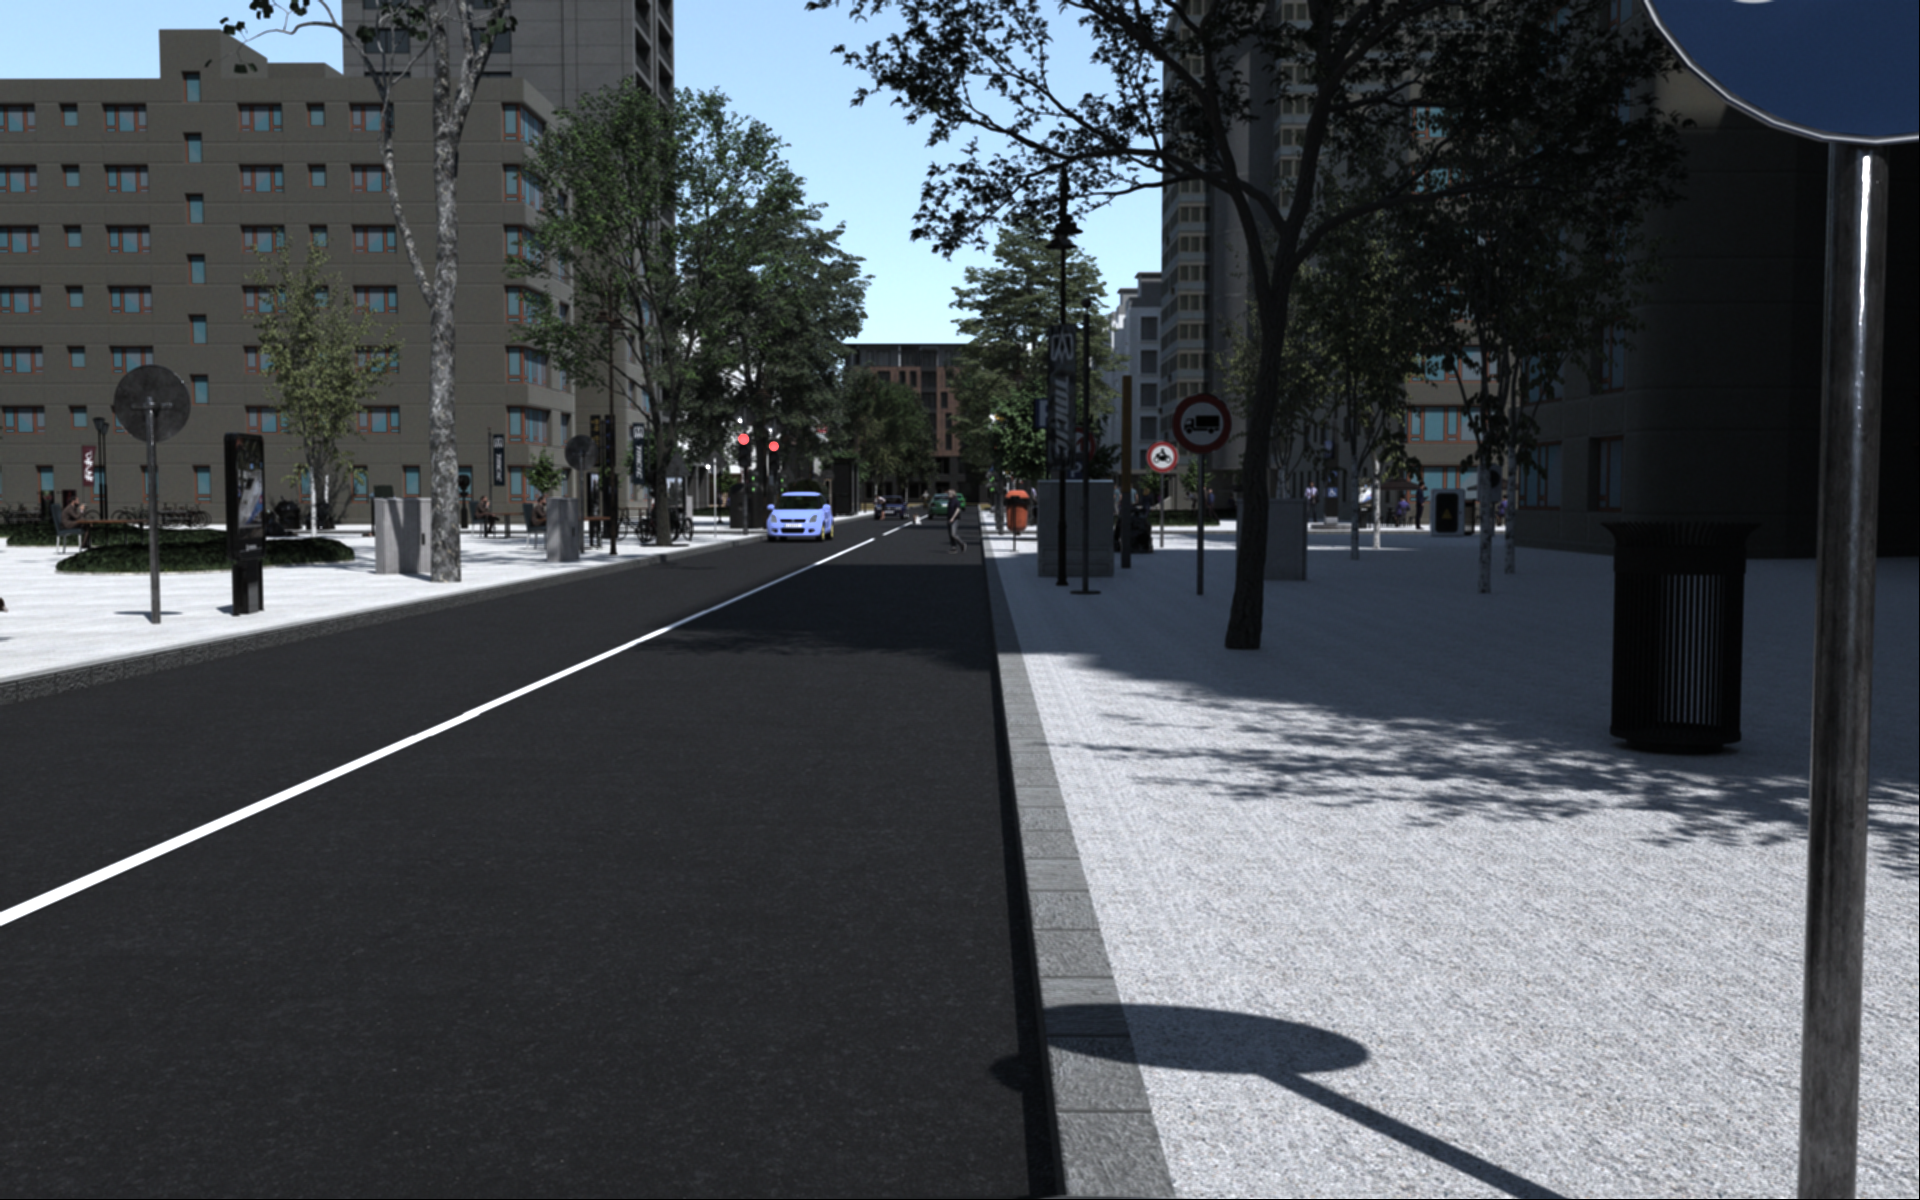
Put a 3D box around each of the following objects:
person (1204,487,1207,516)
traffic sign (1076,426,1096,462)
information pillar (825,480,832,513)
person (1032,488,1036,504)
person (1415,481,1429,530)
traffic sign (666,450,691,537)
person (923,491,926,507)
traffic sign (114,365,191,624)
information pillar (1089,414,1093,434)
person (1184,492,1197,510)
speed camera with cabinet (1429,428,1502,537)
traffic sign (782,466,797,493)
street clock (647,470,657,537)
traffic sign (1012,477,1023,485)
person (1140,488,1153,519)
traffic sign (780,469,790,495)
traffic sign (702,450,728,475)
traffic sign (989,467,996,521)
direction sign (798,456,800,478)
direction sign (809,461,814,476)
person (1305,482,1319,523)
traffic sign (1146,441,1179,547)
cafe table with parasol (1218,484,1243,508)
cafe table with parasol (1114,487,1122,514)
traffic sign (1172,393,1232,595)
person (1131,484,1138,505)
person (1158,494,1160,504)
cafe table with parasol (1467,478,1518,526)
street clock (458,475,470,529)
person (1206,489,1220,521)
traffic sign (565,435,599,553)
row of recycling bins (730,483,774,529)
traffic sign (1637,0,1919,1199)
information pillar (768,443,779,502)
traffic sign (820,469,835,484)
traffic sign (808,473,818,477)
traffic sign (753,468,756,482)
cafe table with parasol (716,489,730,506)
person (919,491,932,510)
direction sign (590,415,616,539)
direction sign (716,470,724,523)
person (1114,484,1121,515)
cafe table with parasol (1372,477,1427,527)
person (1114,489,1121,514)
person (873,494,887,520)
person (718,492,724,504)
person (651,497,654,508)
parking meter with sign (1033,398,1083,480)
[{"bbox_3d":[11.988,-4.828,85.525,0.434,1.755,0.990,-1,4,-12],"label":"person"},{"bbox_3d":[2.177,-1.981,32.500,0.768,2.556,0.104,1,4,10],"label":"traffic sign"},{"bbox_3d":[-6.746,-5.148,88.662,0.304,2.012,0.304,1,4,9],"label":"information pillar"},{"bbox_3d":[3.262,-4.663,82.145,0.709,1.838,0.599,1,4,20],"label":"person"},{"bbox_3d":[16.719,-3.423,62.707,0.504,1.737,0.576,0,4,4],"label":"person"},{"bbox_3d":[-8.395,-3.139,51.327,0.884,2.594,0.081,1,4,10],"label":"traffic sign"},{"bbox_3d":[-4.028,-11.398,195.573,0.721,1.743,1.217,-2,4,-34],"label":"person"},{"bbox_3d":[-7.960,-1.038,17.074,0.768,2.556,0.104,0,4,3],"label":"traffic sign"},{"bbox_3d":[3.649,-3.616,50.474,0.504,3.616,0.183,1,4,15],"label":"information pillar"},{"bbox_3d":[14.092,-5.899,105.679,0.628,1.438,0.799,3,4,37],"label":"person"},{"bbox_3d":[15.246,-3.539,52.201,2.038,3.252,0.660,1,4,11],"label":"speed camera with cabinet"},{"bbox_3d":[-7.889,-4.851,79.322,0.884,2.594,0.081,1,4,9],"label":"traffic sign"},{"bbox_3d":[-9.180,-2.912,52.179,0.358,2.002,0.471,2,4,31],"label":"street clock"},{"bbox_3d":[3.148,-5.741,93.976,0.768,2.556,0.104,0,4,8],"label":"traffic sign"},{"bbox_3d":[6.589,-3.227,61.346,0.480,1.512,0.613,1,4,13],"label":"person"},{"bbox_3d":[-9.094,-5.402,88.324,0.884,2.594,0.081,0,4,4],"label":"traffic sign"},{"bbox_3d":[-7.251,-3.147,51.192,0.795,2.593,0.064,0,4,8],"label":"traffic sign"},{"bbox_3d":[1.659,-4.948,81.005,0.768,2.556,0.104,0,4,3],"label":"traffic sign"},{"bbox_3d":[-9.488,-6.735,102.121,0.379,3.537,0.876,-1,4,-9],"label":"direction sign"},{"bbox_3d":[-8.734,-6.721,101.885,0.379,3.537,0.876,1,4,10],"label":"direction sign"},{"bbox_3d":[15.691,-4.368,77.330,0.709,1.838,0.599,1,4,10],"label":"person"},{"bbox_3d":[4.850,-2.534,41.545,0.768,2.556,0.104,0,4,7],"label":"traffic sign"},{"bbox_3d":[17.787,-6.473,110.692,2.610,1.966,2.610,2,4,33],"label":"cafe table with parasol"},{"bbox_3d":[9.481,-6.394,109.409,2.610,1.966,2.610,3,5,41],"label":"cafe table with parasol"},{"bbox_3d":[3.062,-1.340,22.008,0.768,2.556,0.104,0,4,1],"label":"traffic sign"},{"bbox_3d":[8.538,-4.892,86.157,0.598,1.807,0.434,0,4,3],"label":"person"},{"bbox_3d":[12.705,-6.090,108.854,0.776,1.435,0.726,-3,4,-38],"label":"person"},{"bbox_3d":[21.481,-3.935,69.208,2.610,1.966,2.610,-2,4,-35],"label":"cafe table with parasol"},{"bbox_3d":[-18.432,-3.657,64.355,0.471,2.002,0.358,2,4,33],"label":"street clock"},{"bbox_3d":[11.039,-4.128,76.232,0.574,1.496,0.600,-2,4,-35],"label":"person"},{"bbox_3d":[-8.180,-2.283,37.435,0.768,2.556,0.104,1,4,8],"label":"traffic sign"},{"bbox_3d":[-7.788,-3.575,65.565,1.069,1.692,3.534,1,4,12],"label":"row of recycling bins"},{"bbox_3d":[1.326,-0.152,2.586,0.768,2.556,0.104,0,4,2],"label":"traffic sign"},{"bbox_3d":[-8.228,-5.194,76.279,0.504,3.616,0.183,-3,4,-39],"label":"information pillar"},{"bbox_3d":[-6.832,-5.440,89.056,0.768,2.556,0.104,1,4,10],"label":"traffic sign"},{"bbox_3d":[-8.825,-6.387,104.528,0.768,2.556,0.104,0,4,8],"label":"traffic sign"},{"bbox_3d":[-9.672,-5.082,83.199,0.768,2.556,0.104,0,4,3],"label":"traffic sign"},{"bbox_3d":[-16.095,-7.096,120.887,2.610,1.966,2.610,-3,4,-37],"label":"cafe table with parasol"},{"bbox_3d":[-2.986,-8.737,152.084,1.217,1.736,0.721,0,4,-4],"label":"person"},{"bbox_3d":[-10.219,-3.525,49.627,0.876,3.537,0.379,2,4,28],"label":"direction sign"},{"bbox_3d":[-10.543,-5.135,75.954,0.379,3.537,0.876,0,4,5],"label":"direction sign"},{"bbox_3d":[8.514,-5.402,94.492,0.598,1.807,0.434,-3,5,-40],"label":"person"},{"bbox_3d":[16.940,-3.818,67.282,2.610,1.966,2.610,-2,4,-35],"label":"cafe table with parasol"},{"bbox_3d":[9.558,-6.064,106.133,0.756,1.711,0.436,1,4,16],"label":"person"},{"bbox_3d":[-4.393,-5.112,95.267,0.628,1.438,0.799,1,4,13],"label":"person"},{"bbox_3d":[-17.264,-7.134,124.649,0.435,1.587,0.963,0,4,-2],"label":"person"},{"bbox_3d":[-17.291,-5.361,97.599,0.340,1.345,0.435,-2,4,-35],"label":"person"},{"bbox_3d":[1.905,-2.116,30.866,0.543,3.016,1.738,-1,4,-22],"label":"parking meter with sign"}]
